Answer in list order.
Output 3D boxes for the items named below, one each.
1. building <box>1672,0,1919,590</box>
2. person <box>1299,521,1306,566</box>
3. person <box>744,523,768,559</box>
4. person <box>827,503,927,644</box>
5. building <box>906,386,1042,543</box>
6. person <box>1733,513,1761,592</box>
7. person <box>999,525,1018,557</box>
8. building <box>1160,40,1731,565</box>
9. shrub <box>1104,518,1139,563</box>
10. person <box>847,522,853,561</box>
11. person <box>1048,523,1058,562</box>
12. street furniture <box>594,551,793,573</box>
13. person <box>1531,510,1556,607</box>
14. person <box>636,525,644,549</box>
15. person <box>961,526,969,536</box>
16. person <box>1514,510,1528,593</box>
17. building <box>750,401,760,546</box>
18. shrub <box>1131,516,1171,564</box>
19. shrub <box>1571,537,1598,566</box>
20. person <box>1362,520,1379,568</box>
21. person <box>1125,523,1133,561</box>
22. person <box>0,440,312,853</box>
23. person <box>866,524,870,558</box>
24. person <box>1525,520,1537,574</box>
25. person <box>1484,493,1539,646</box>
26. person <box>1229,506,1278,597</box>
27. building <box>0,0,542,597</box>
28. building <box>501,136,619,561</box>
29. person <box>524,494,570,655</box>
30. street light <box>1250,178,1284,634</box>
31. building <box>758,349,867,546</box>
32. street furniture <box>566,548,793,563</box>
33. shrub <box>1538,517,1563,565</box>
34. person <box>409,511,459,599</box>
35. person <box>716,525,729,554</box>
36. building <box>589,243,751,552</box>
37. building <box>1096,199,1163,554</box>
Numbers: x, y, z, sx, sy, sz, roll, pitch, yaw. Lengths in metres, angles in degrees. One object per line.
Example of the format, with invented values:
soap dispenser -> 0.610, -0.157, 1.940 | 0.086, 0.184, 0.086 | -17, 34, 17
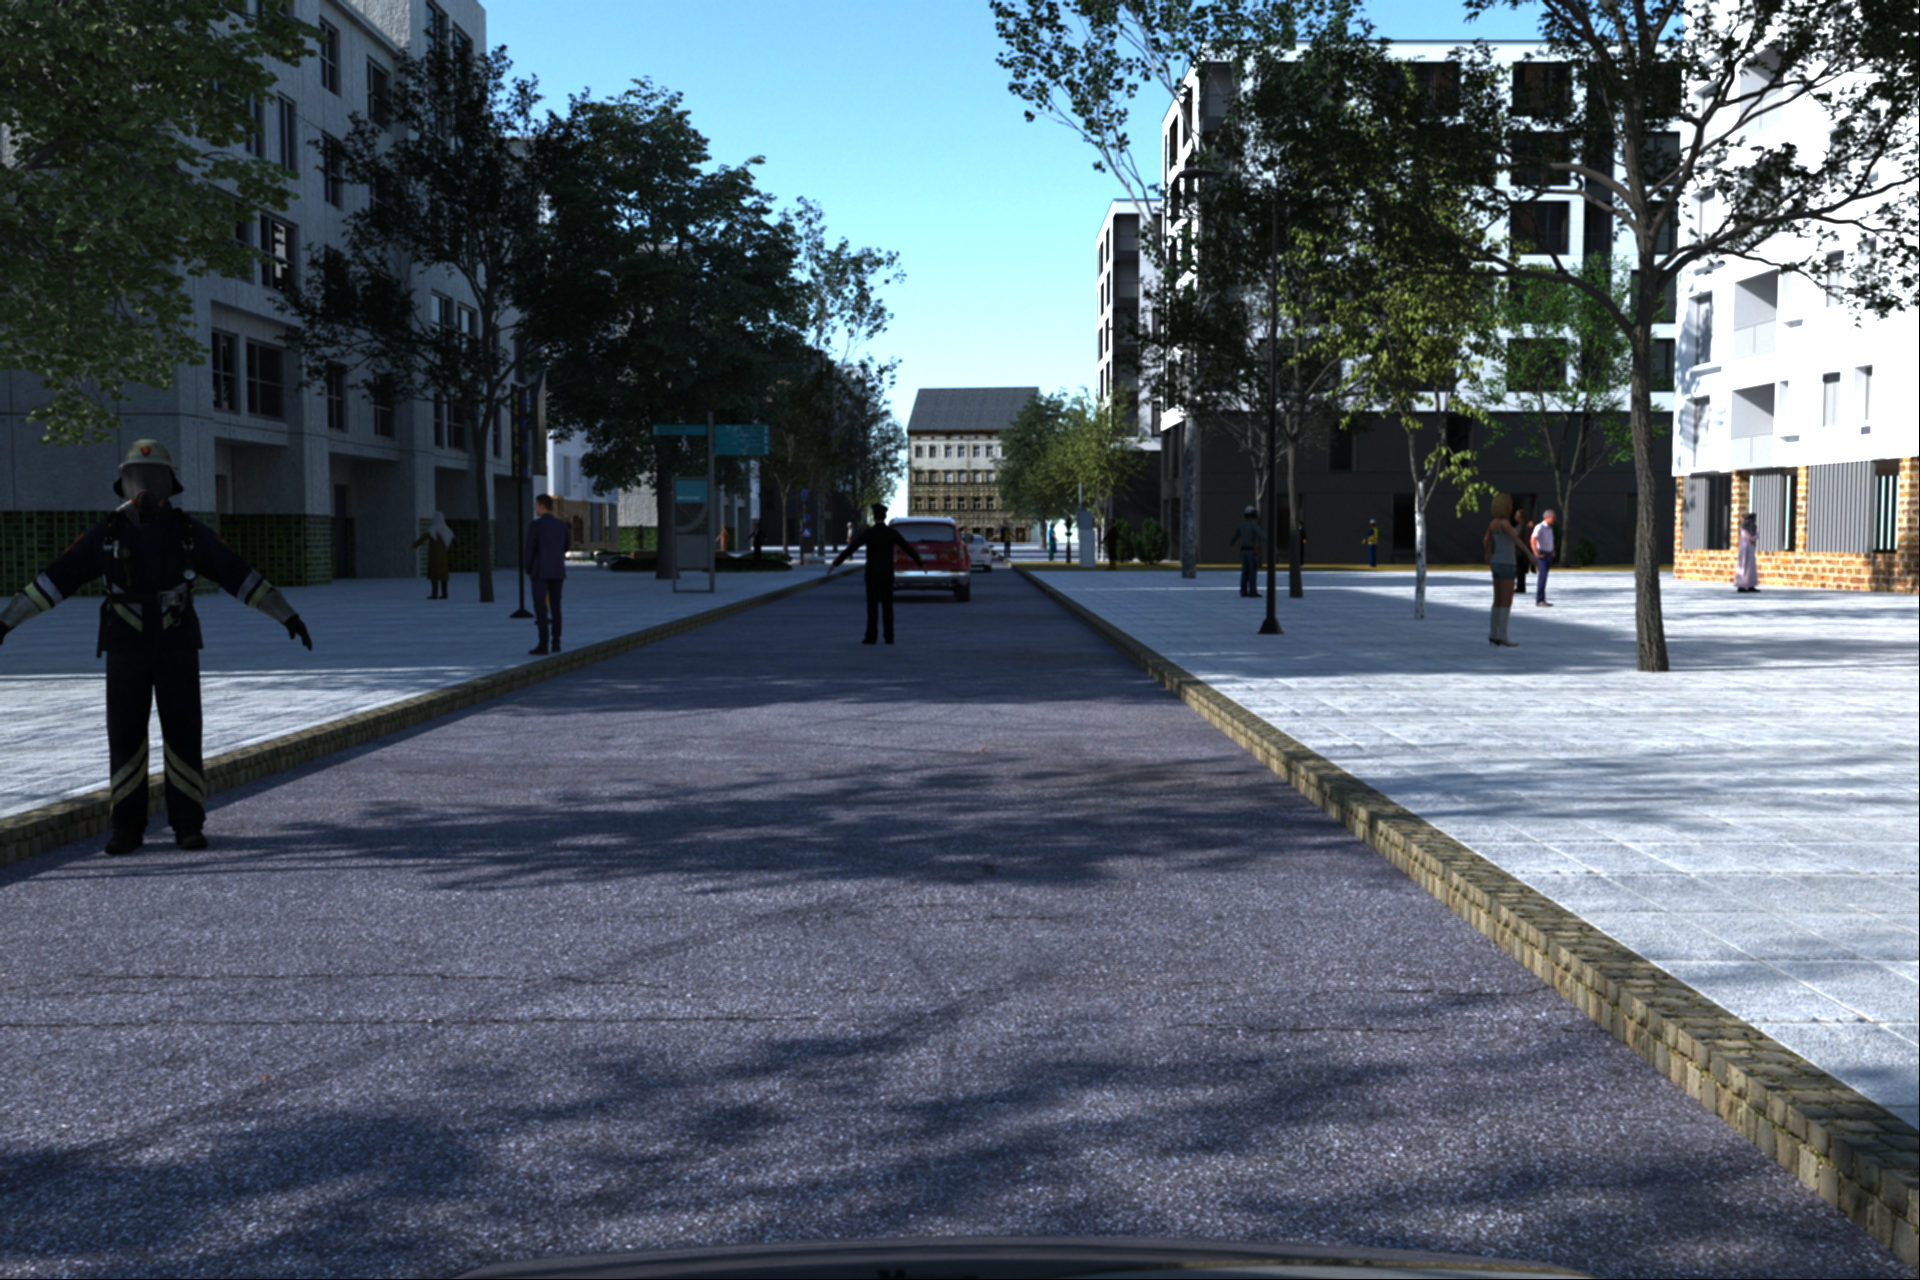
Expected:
building -> 25.369, -11.654, 46.964 | 16.016, 20.090, 11.380 | 0, 4, 0
person -> 13.762, -3.916, 70.218 | 0.705, 1.806, 1.347 | -1, 4, -15
person -> -8.456, -3.990, 71.963 | 1.216, 1.740, 0.721 | 2, 4, 34
person -> -1.055, -0.869, 22.594 | 1.347, 1.837, 0.705 | -1, 4, -18
building -> 2.766, -25.947, 257.620 | 18.063, 23.208, 19.493 | 1, 4, 9
person -> 17.374, -1.922, 38.133 | 0.621, 1.740, 0.551 | 1, 4, 10
person -> 2.673, -5.487, 96.172 | 1.216, 1.772, 0.721 | -2, 4, -32
building -> 23.945, -14.948, 88.368 | 27.936, 21.610, 32.646 | 0, 3, 0
shrub -> 7.131, -4.402, 76.392 | 1.690, 2.028, 1.600 | 0, 3, 0
person -> -5.330, -4.763, 83.735 | 0.705, 1.847, 1.347 | 0, 4, -1
person -> 4.335, -4.585, 81.092 | 0.704, 1.817, 1.347 | -1, 4, -10
street furniture -> -9.857, -2.808, 61.530 | 5.734, 0.657, 10.072 | -1, 4, -22
person -> 10.453, -1.460, 30.846 | 0.756, 1.711, 0.436 | -3, 4, -37
person -> -17.867, -5.542, 96.887 | 0.705, 1.796, 1.348 | -1, 4, -21
person -> 0.244, -4.332, 79.476 | 1.347, 1.806, 0.705 | -3, 5, -41
person -> 12.132, -1.922, 37.600 | 0.705, 1.807, 1.348 | 2, 4, 28
building -> -27.094, -19.598, 176.854 | 16.016, 20.090, 11.380 | 0, 4, 1
shrub -> 8.071, -4.207, 73.211 | 1.690, 2.028, 1.600 | 0, 3, 0
shrub -> 24.973, -3.555, 69.245 | 1.383, 1.207, 1.383 | 0, 3, 0
person -> 15.761, -3.691, 66.311 | 0.705, 1.833, 1.349 | 3, 4, 36
person -> 7.912, -4.602, 81.426 | 1.347, 1.806, 0.705 | 3, 4, 36
person -> -3.660, 0.024, 7.847 | 1.354, 1.856, 0.705 | -1, 4, -21
person -> -4.849, -5.245, 91.974 | 0.704, 1.802, 1.346 | 0, 4, 7
person -> 18.476, -3.005, 55.934 | 1.215, 1.729, 0.721 | -1, 4, -13
person -> 6.311, -0.813, 19.899 | 0.721, 1.753, 1.214 | 0, 4, -8
person -> 5.924, -1.801, 35.278 | 0.704, 1.849, 1.345 | -2, 4, -35
building -> -24.301, -11.255, 50.469 | 16.747, 18.905, 31.486 | 0, 4, 0
building -> -24.017, -13.908, 83.821 | 16.016, 20.090, 11.380 | 0, 4, -1
person -> -4.432, -0.712, 18.610 | 0.541, 1.710, 0.530 | -3, 4, -36
street light -> 4.547, -3.033, 22.133 | 1.470, 5.913, 1.316 | 0, 3, 0
building -> -25.808, -22.257, 207.873 | 27.936, 21.610, 32.646 | 0, 4, 0
street furniture -> -12.834, -3.833, 78.297 | 10.072, 0.657, 5.734 | 1, 4, 10
shrub -> 24.184, -4.118, 71.377 | 1.661, 2.075, 1.752 | 0, 3, 0
person -> -10.391, -1.684, 34.311 | 0.721, 1.736, 1.217 | 2, 4, 33
person -> -11.575, -4.755, 84.544 | 0.721, 1.733, 1.217 | 1, 4, 21
building -> -25.188, -15.598, 121.489 | 16.747, 18.905, 31.486 | 0, 4, 1
building -> 23.385, -17.013, 122.145 | 27.936, 21.610, 32.646 | 0, 4, 0
